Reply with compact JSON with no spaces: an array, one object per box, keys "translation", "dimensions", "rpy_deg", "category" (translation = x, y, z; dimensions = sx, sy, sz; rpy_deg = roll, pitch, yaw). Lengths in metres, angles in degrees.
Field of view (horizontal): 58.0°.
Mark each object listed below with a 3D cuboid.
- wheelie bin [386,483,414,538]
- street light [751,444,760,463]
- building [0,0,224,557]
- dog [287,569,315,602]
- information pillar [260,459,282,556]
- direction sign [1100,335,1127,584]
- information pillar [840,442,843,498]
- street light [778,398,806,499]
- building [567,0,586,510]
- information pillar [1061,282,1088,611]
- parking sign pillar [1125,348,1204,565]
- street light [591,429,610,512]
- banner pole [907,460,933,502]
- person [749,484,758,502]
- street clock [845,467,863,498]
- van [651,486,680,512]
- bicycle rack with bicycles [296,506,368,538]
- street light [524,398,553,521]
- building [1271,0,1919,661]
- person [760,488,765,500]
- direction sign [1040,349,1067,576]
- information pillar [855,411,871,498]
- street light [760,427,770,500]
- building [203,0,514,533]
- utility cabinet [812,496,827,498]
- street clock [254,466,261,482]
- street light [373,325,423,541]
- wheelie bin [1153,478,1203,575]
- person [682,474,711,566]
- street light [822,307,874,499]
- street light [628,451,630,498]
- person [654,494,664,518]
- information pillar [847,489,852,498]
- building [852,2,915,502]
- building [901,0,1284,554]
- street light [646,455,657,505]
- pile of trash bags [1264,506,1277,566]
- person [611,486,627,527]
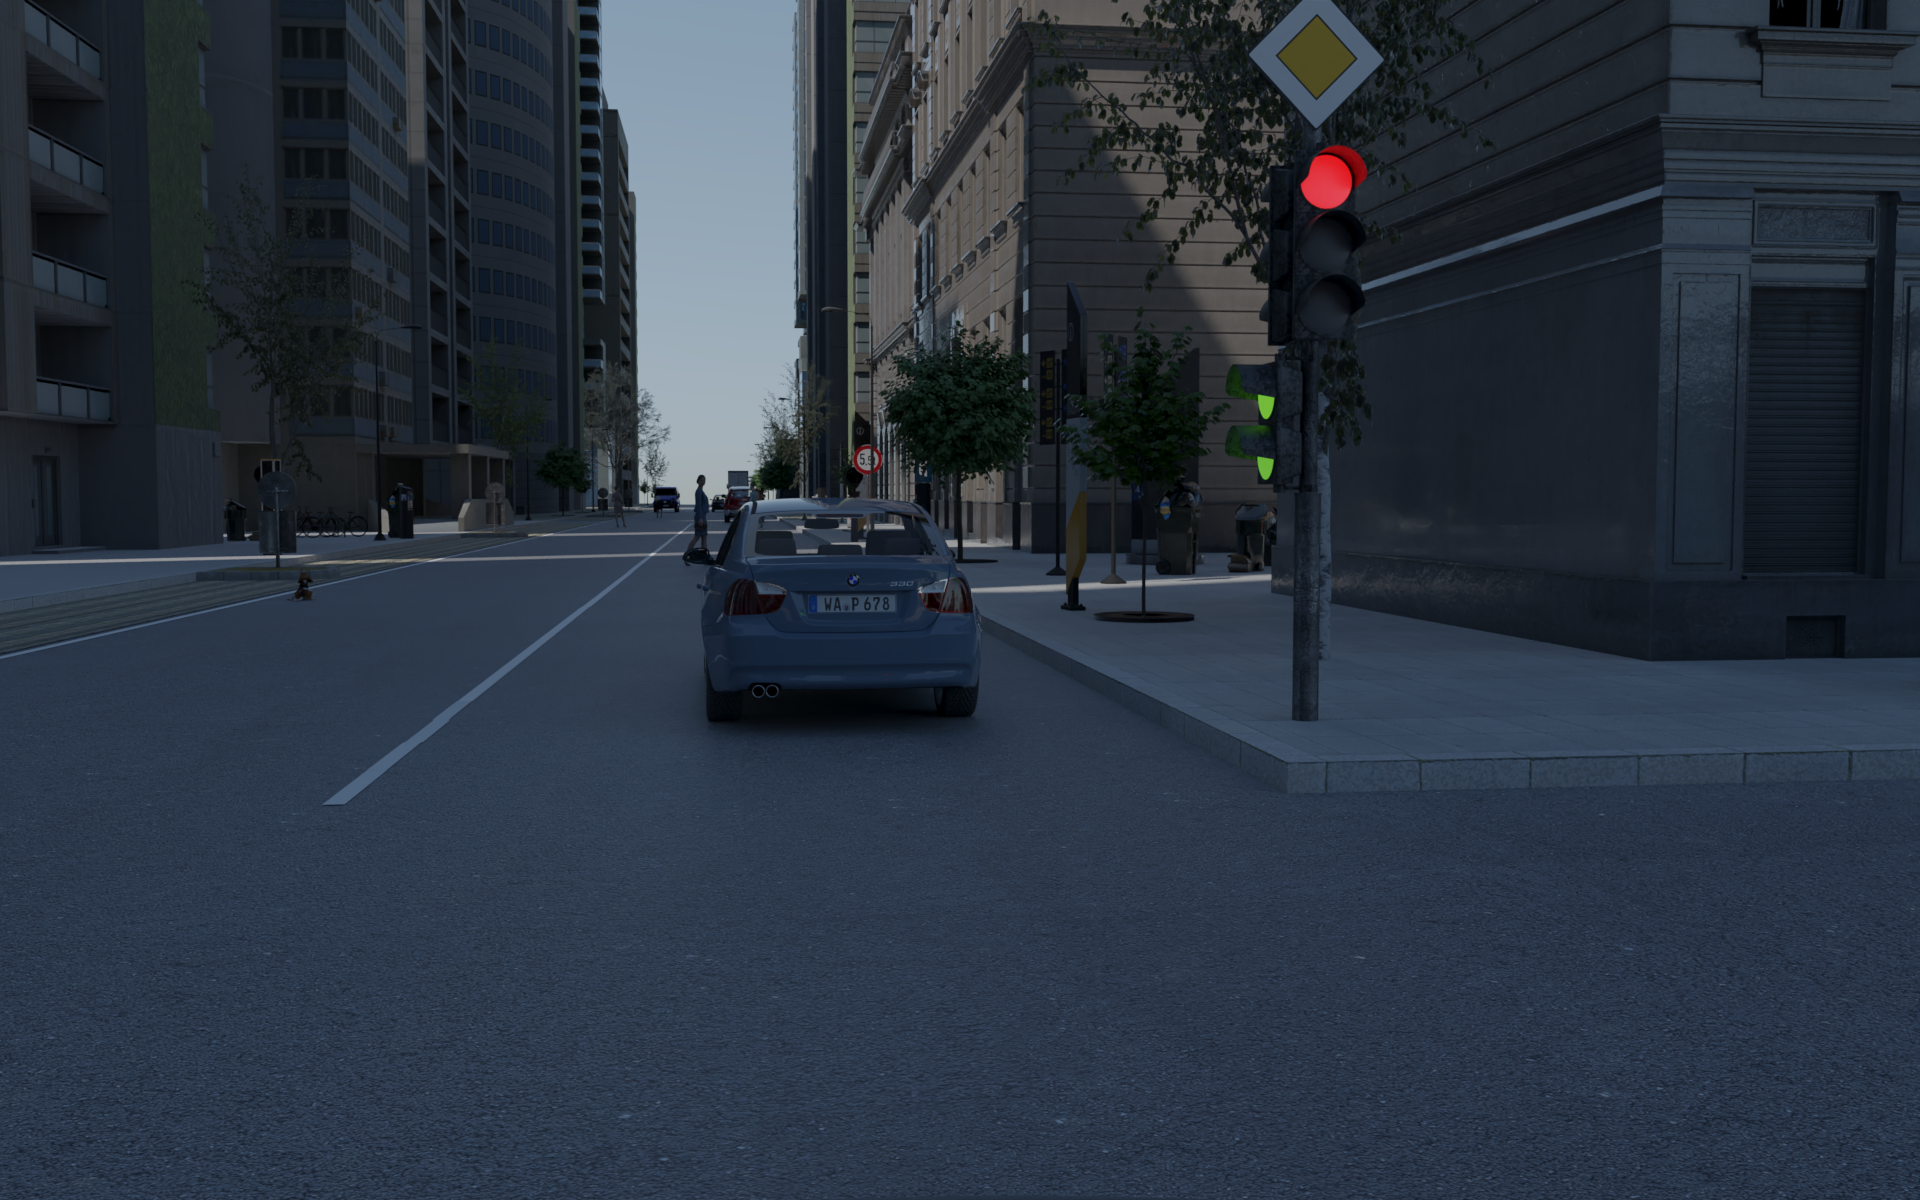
[{"translation":[-16.436,-2.628,50.884],"dimensions":[0.693,1.594,0.980],"rpy_deg":[0,4,-4],"category":"wheelie bin"},{"translation":[-18.275,-11.470,160.082],"dimensions":[1.470,5.913,1.316],"rpy_deg":[0,4,-8],"category":"street light"},{"translation":[-25.176,-21.555,36.025],"dimensions":[14.154,41.232,14.086],"rpy_deg":[0,4,-8],"category":"building"},{"translation":[-8.971,-0.199,23.454],"dimensions":[0.550,0.427,0.748],"rpy_deg":[1,4,20],"category":"dog"},{"translation":[-14.408,-1.942,36.248],"dimensions":[0.304,2.012,0.304],"rpy_deg":[0,4,5],"category":"information pillar"},{"translation":[2.199,-2.002,24.723],"dimensions":[0.379,3.537,0.876],"rpy_deg":[2,4,27],"category":"direction sign"},{"translation":[-5.321,-5.290,77.841],"dimensions":[0.183,3.616,0.504],"rpy_deg":[-1,4,-10],"category":"information pillar"},{"translation":[-8.053,-6.791,83.571],"dimensions":[1.470,5.913,1.316],"rpy_deg":[0,4,-8],"category":"street light"},{"translation":[-37.581,-27.735,137.069],"dimensions":[14.154,41.232,14.086],"rpy_deg":[0,4,-8],"category":"building"},{"translation":[1.274,-1.691,19.003],"dimensions":[0.183,3.616,0.504],"rpy_deg":[-1,4,-14],"category":"information pillar"},{"translation":[3.768,-2.647,31.756],"dimensions":[1.447,3.967,1.447],"rpy_deg":[-3,4,-36],"category":"parking sign pillar"},{"translation":[-25.554,-9.210,123.132],"dimensions":[1.470,5.913,1.316],"rpy_deg":[0,4,-8],"category":"street light"},{"translation":[-1.135,-3.423,45.979],"dimensions":[0.863,3.779,0.401],"rpy_deg":[0,4,2],"category":"banner pole"},{"translation":[-8.699,-3.968,73.244],"dimensions":[0.748,1.841,0.638],"rpy_deg":[3,5,40],"category":"person"},{"translation":[-2.820,-2.549,46.240],"dimensions":[0.471,2.002,0.358],"rpy_deg":[-1,4,-9],"category":"street clock"},{"translation":[-23.218,-8.113,137.034],"dimensions":[2.240,2.365,5.245],"rpy_deg":[0,4,-7],"category":"van"},{"translation":[-19.152,-2.333,51.520],"dimensions":[2.925,0.926,2.852],"rpy_deg":[-2,4,-25],"category":"bicycle rack with bicycles"},{"translation":[-20.392,-6.809,83.868],"dimensions":[1.470,5.913,1.316],"rpy_deg":[0,4,-8],"category":"street light"},{"translation":[13.509,-10.354,18.439],"dimensions":[18.267,20.994,9.793],"rpy_deg":[0,4,-8],"category":"building"},{"translation":[-12.066,-5.975,106.131],"dimensions":[0.705,1.831,1.348],"rpy_deg":[0,4,-1],"category":"person"},{"translation":[1.545,-2.157,27.260],"dimensions":[0.379,3.537,0.876],"rpy_deg":[-3,4,-37],"category":"direction sign"},{"translation":[-2.746,-3.523,48.959],"dimensions":[0.504,3.616,0.183],"rpy_deg":[-1,4,-16],"category":"information pillar"},{"translation":[-12.894,-9.014,119.925],"dimensions":[1.470,5.913,1.316],"rpy_deg":[0,4,-8],"category":"street light"},{"translation":[-33.681,-22.647,62.154],"dimensions":[32.217,40.220,23.993],"rpy_deg":[0,4,-8],"category":"building"},{"translation":[-5.558,-3.508,68.511],"dimensions":[0.306,1.237,1.020],"rpy_deg":[1,4,13],"category":"utility cabinet"},{"translation":[-17.477,-2.386,43.587],"dimensions":[0.471,2.002,0.358],"rpy_deg":[0,4,-2],"category":"street clock"},{"translation":[-15.452,-4.593,47.629],"dimensions":[1.470,5.913,1.316],"rpy_deg":[0,4,-8],"category":"street light"},{"translation":[3.501,-1.210,27.687],"dimensions":[0.693,1.594,0.980],"rpy_deg":[1,4,20],"category":"wheelie bin"},{"translation":[-5.222,-1.596,34.610],"dimensions":[0.654,1.822,0.581],"rpy_deg":[1,4,14],"category":"person"},{"translation":[-2.736,-4.325,43.263],"dimensions":[1.470,5.913,1.316],"rpy_deg":[0,4,-8],"category":"street light"},{"translation":[-31.395,-11.895,167.024],"dimensions":[1.470,5.913,1.316],"rpy_deg":[0,4,-8],"category":"street light"},{"translation":[-18.298,-5.707,105.006],"dimensions":[0.799,1.438,0.628],"rpy_deg":[1,4,18],"category":"person"},{"translation":[-4.027,-3.698,64.954],"dimensions":[0.304,2.012,0.304],"rpy_deg":[3,5,41],"category":"information pillar"},{"translation":[2.918,-14.184,73.713],"dimensions":[13.314,21.916,24.055],"rpy_deg":[0,4,-8],"category":"building"},{"translation":[5.526,-15.403,49.099],"dimensions":[12.463,27.353,25.104],"rpy_deg":[0,4,-8],"category":"building"},{"translation":[-36.783,-14.326,206.763],"dimensions":[1.470,5.913,1.316],"rpy_deg":[0,4,-8],"category":"street light"},{"translation":[7.075,-1.267,30.471],"dimensions":[3.447,1.369,1.912],"rpy_deg":[0,4,7],"category":"pile of trash bags"},{"translation":[-14.737,-4.037,74.842],"dimensions":[0.599,1.781,0.374],"rpy_deg":[1,4,15],"category":"person"}]
